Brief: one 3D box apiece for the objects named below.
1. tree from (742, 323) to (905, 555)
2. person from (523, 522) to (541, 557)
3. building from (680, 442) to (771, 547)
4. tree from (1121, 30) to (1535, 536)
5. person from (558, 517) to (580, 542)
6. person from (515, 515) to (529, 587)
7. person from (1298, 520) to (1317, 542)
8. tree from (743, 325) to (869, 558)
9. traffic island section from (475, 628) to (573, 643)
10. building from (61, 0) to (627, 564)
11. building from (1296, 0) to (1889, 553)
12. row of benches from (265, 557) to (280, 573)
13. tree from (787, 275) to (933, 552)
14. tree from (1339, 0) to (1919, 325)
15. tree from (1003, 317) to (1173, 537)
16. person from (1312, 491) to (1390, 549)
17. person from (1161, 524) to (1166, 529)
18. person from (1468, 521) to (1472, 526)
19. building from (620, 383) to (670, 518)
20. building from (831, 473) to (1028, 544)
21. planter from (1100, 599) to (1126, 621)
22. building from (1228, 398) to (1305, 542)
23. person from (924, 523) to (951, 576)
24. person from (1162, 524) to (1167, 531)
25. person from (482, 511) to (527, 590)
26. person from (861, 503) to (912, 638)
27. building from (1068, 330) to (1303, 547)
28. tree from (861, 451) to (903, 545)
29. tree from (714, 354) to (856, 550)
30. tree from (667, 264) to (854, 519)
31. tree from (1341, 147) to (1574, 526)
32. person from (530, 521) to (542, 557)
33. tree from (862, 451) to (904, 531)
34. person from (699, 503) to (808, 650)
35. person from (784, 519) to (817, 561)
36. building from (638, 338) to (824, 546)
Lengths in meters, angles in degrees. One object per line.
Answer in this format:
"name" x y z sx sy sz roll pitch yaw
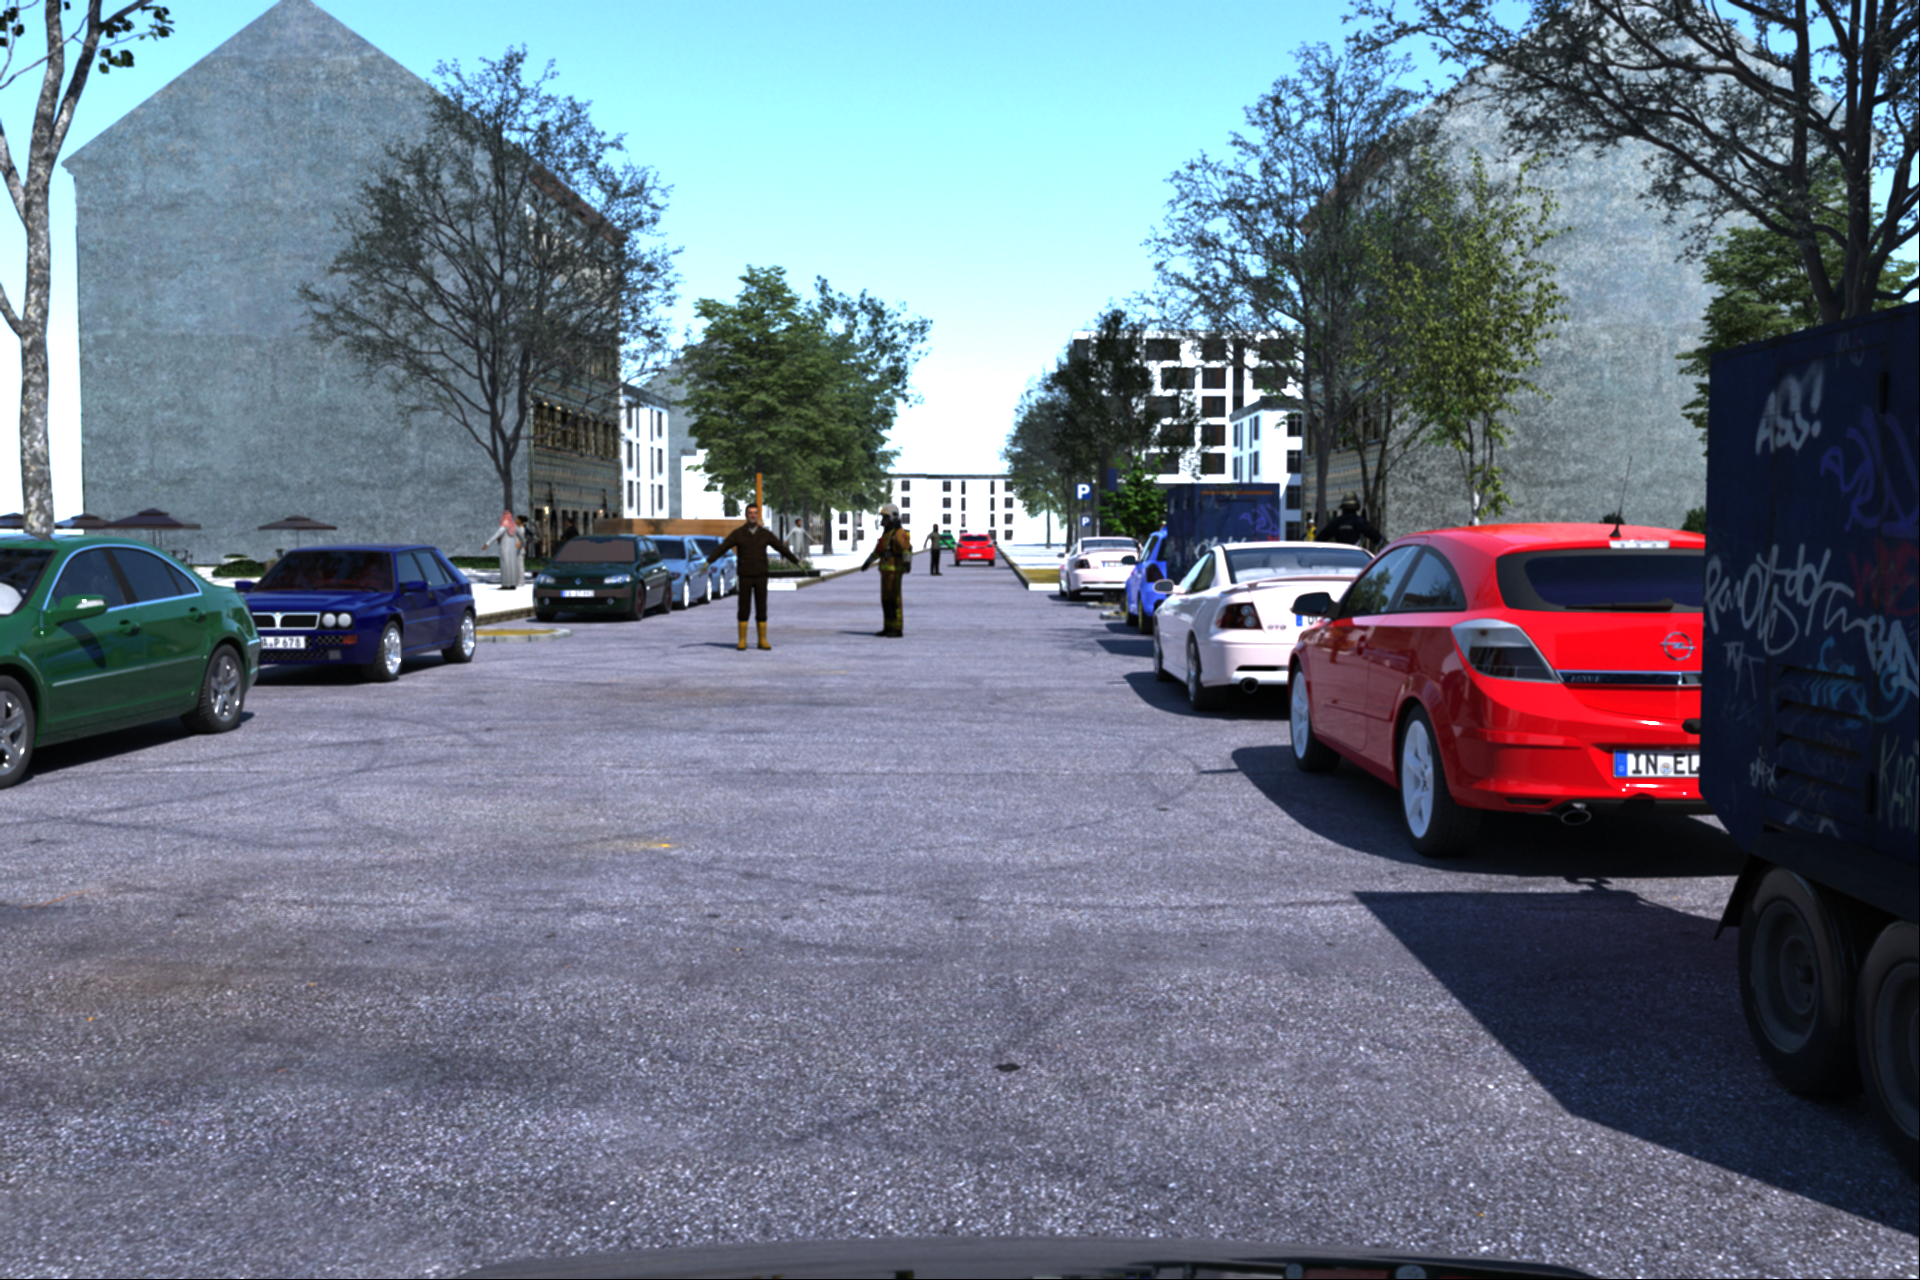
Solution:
"tree" -8.106 -12.095 104.412 9.857 13.997 8.962 0 3 0
"person" -17.247 -3.836 68.502 1.354 1.856 0.705 0 4 6
"building" -23.085 -14.013 171.263 9.099 9.664 28.070 0 4 0
"tree" 9.046 -8.099 42.790 12.009 13.543 11.850 0 3 0
"person" -13.020 -3.172 57.793 0.705 1.837 1.347 2 4 24
"person" -10.700 -2.142 41.785 0.721 1.739 1.217 -1 4 -20
"person" 13.280 -3.649 65.629 0.705 1.833 1.349 -2 4 -26
"tree" -8.834 -10.782 94.412 7.486 12.596 7.792 0 3 0
"traffic island section" -6.437 -0.059 23.838 1.991 0.108 1.994 0 4 2
"building" -26.713 -15.211 79.621 19.493 23.208 18.063 0 4 1
"building" 25.933 -14.970 75.681 19.493 23.208 18.063 0 4 1
"row of benches" -17.504 -1.819 45.204 1.422 0.672 4.104 -2 4 -30
"tree" -8.017 -16.536 126.245 12.611 20.169 13.585 0 3 0
"tree" 9.055 -6.557 17.581 12.009 13.543 11.850 0 3 0
"tree" 7.556 -11.422 97.125 12.009 13.543 11.850 0 3 0
"person" 5.199 -1.052 23.064 1.351 1.845 0.704 2 4 31
"person" 8.585 -4.108 73.022 0.705 1.847 1.347 1 4 22
"person" 19.644 -3.694 66.669 1.348 1.796 0.705 -2 4 -33
"building" -22.706 -10.188 108.723 9.099 9.664 28.070 0 4 1
"building" -4.459 -18.031 239.414 28.070 9.664 9.099 0 4 2
"planter" 3.391 -0.505 29.396 1.991 0.319 1.994 0 4 2
"building" 23.190 -10.098 107.258 9.099 9.664 28.070 0 4 0
"person" -0.830 -3.145 60.011 0.705 1.813 1.348 3 5 43
"person" 5.241 -2.246 42.705 0.704 1.831 1.345 3 4 37
"person" -10.393 -2.055 39.740 0.704 1.811 1.347 2 4 30
"person" -0.976 -0.970 24.092 0.705 1.858 1.354 -2 4 -30
"building" 25.624 -21.137 189.571 27.936 21.610 32.646 0 4 1
"tree" -7.090 -11.994 146.462 4.360 8.622 3.978 0 3 0
"tree" -8.743 -9.181 84.523 7.601 10.594 8.767 -1 4 -20
"tree" -8.362 -9.462 72.833 7.486 12.596 7.792 0 3 0
"tree" 9.477 -5.011 32.287 4.737 8.622 4.395 0 3 0
"person" -17.183 -3.925 70.299 0.705 1.813 1.348 -2 4 -28
"tree" -7.536 -12.292 151.330 4.360 8.622 3.978 0 3 0
"person" -2.564 -0.786 21.441 1.346 1.812 0.704 -1 4 -15
"person" -5.505 -3.247 59.270 1.347 1.806 0.705 -3 5 -40
"building" -25.307 -22.241 194.563 19.493 23.208 18.063 0 4 1
